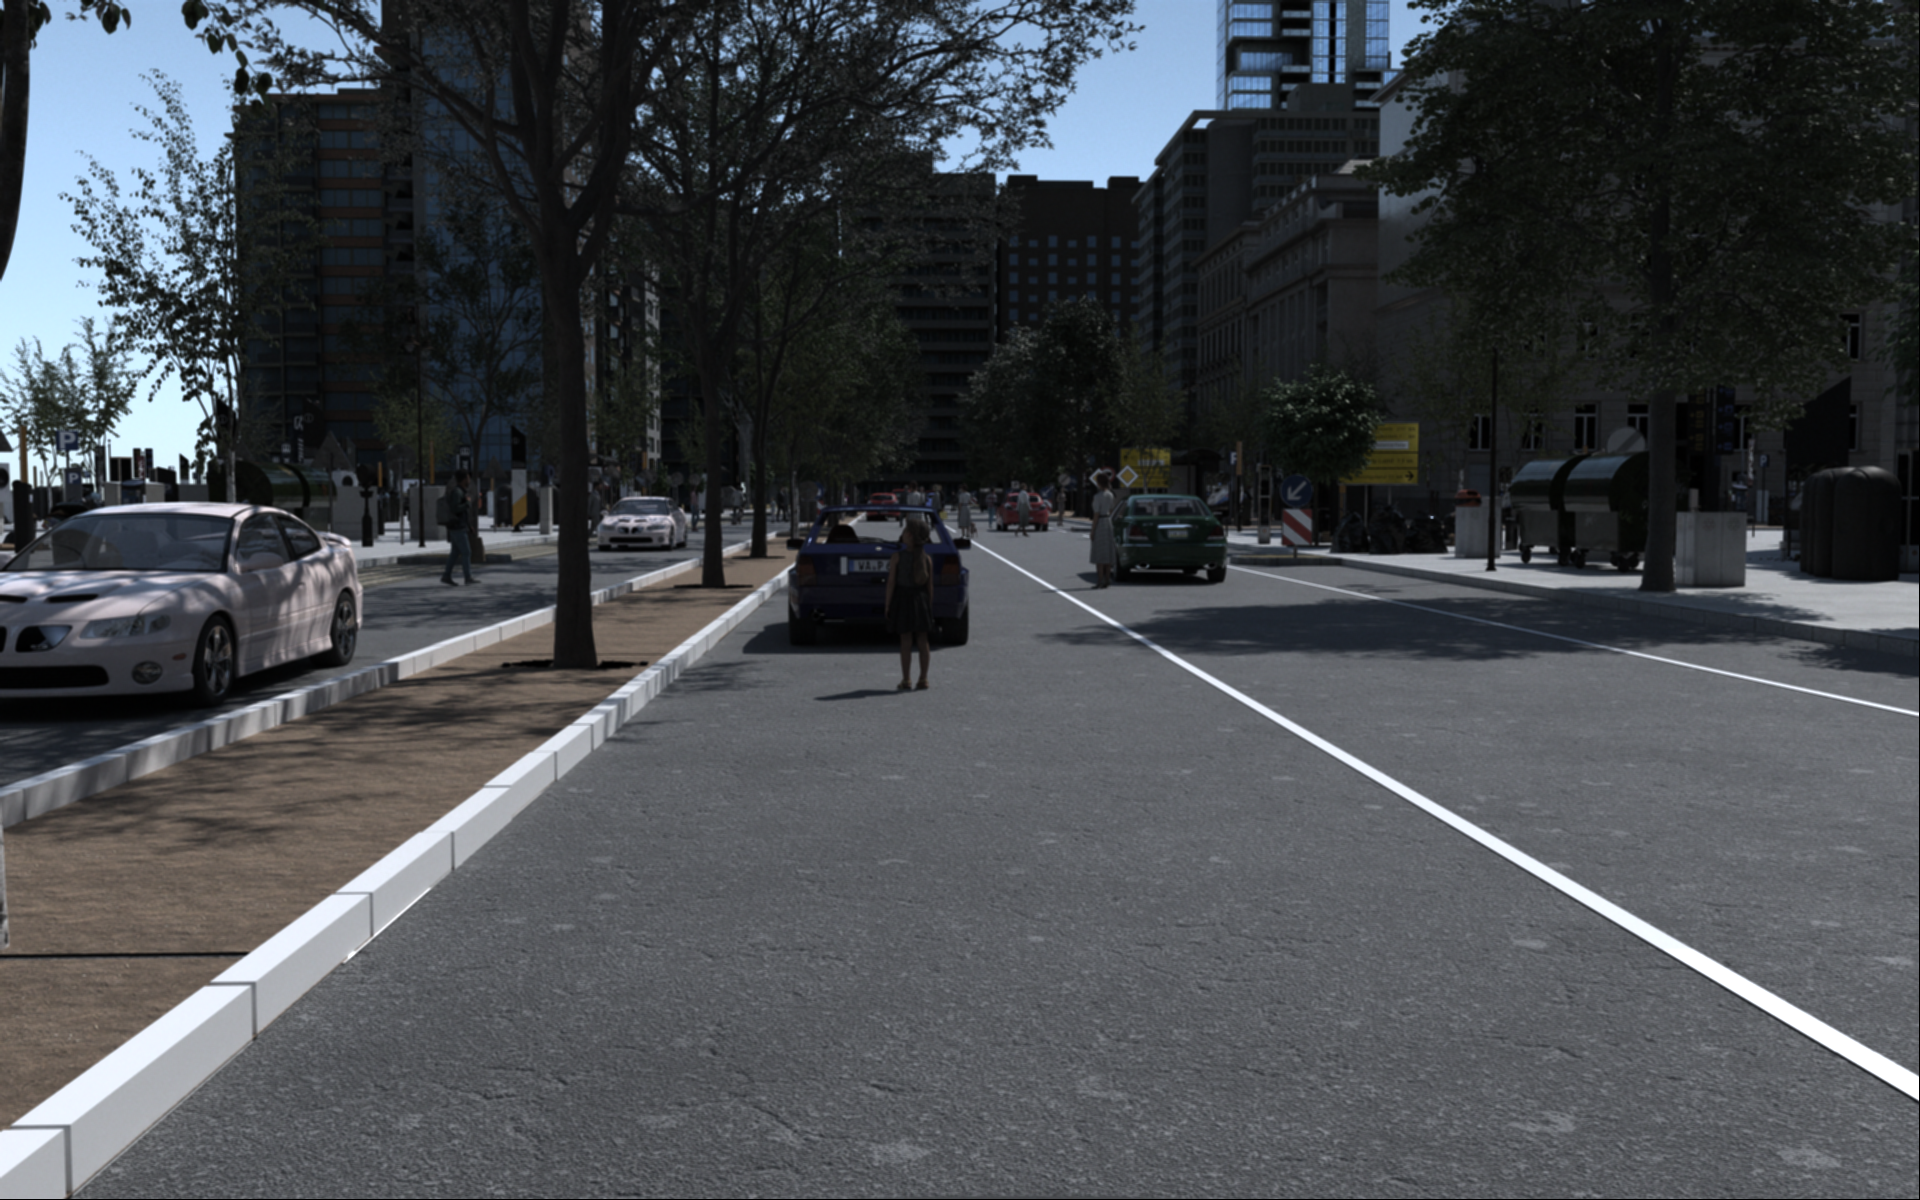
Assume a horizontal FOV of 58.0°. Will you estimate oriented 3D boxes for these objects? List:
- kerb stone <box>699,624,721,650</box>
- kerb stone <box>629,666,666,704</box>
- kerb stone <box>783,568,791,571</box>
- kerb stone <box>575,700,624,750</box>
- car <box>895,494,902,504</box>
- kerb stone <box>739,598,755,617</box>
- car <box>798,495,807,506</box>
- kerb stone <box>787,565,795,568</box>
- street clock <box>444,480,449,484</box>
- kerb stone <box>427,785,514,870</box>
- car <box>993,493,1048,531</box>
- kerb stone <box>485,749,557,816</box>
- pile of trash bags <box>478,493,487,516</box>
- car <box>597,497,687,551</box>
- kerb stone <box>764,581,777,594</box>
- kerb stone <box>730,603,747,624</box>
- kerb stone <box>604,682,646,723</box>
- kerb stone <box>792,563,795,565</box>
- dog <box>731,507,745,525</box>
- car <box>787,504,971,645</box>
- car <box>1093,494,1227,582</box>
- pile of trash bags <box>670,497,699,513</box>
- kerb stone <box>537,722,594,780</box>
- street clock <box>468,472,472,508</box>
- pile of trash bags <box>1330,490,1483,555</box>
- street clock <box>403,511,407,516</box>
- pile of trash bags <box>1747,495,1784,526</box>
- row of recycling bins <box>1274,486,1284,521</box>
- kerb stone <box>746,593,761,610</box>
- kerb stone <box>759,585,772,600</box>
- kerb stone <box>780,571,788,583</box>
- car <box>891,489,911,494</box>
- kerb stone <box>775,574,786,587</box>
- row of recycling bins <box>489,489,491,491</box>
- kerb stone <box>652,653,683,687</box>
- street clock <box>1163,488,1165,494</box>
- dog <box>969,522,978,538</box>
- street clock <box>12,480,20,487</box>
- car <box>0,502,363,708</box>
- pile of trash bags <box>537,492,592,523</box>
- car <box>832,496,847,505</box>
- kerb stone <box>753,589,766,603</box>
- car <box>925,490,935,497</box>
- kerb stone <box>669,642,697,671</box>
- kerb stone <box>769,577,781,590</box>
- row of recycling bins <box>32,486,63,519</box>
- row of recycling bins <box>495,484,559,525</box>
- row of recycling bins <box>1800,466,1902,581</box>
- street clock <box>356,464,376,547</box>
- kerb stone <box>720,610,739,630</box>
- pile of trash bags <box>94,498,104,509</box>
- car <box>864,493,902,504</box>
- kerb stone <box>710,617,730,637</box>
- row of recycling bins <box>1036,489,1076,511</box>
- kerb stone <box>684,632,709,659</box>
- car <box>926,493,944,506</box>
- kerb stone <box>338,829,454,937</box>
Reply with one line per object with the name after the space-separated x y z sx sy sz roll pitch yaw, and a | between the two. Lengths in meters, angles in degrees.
-2.382 0.361 16.298 0.120 0.150 1.000 0 4 -2 | kerb stone
-2.219 0.611 12.213 0.120 0.150 1.000 0 4 -2 | kerb stone
-2.887 -0.389 28.593 0.120 0.150 1.000 0 4 -2 | kerb stone
-2.128 0.736 10.169 0.120 0.150 1.000 0 4 -2 | kerb stone
-4.029 -5.686 104.758 2.131 1.459 4.920 0 4 -4 | car
-2.551 0.109 20.407 0.120 0.150 1.000 0 4 -2 | kerb stone
-16.413 -10.144 178.434 1.945 1.354 3.894 0 4 -3 | car
-2.933 -0.453 29.621 0.120 0.150 1.000 0 4 -2 | kerb stone
-26.859 -5.264 90.644 0.358 2.002 0.471 -1 4 -19 | street clock
-2.008 0.927 7.100 0.120 0.150 1.000 0 4 -2 | kerb stone
2.406 -3.597 67.859 2.155 1.783 4.494 0 4 -3 | car
-2.057 0.861 8.120 0.120 0.150 1.000 0 4 -2 | kerb stone
-28.670 -5.640 101.971 1.912 1.369 3.447 -2 4 -28 | pile of trash bags
-8.237 -2.009 45.208 2.083 1.381 4.827 0 4 -2 | car
-2.723 -0.140 24.507 0.120 0.150 1.000 0 4 -2 | kerb stone
-2.509 0.174 19.381 0.120 0.150 1.000 0 4 -2 | kerb stone
-2.175 0.673 11.192 0.120 0.150 1.000 0 4 -2 | kerb stone
-2.977 -0.513 30.642 0.120 0.150 1.000 0 4 -2 | kerb stone
-10.402 -3.864 80.009 0.800 0.831 0.513 1 4 10 | dog
-0.835 -0.321 17.834 1.945 1.354 3.894 0 4 -3 | car
3.397 -1.095 29.701 2.131 1.459 4.920 0 4 -1 | car
-18.445 -6.714 119.525 3.447 1.369 1.912 0 4 -7 | pile of trash bags
-2.094 0.801 9.148 0.120 0.150 1.000 0 4 -2 | kerb stone
-16.015 -3.171 56.414 0.358 2.002 0.471 2 4 35 | street clock
9.948 -1.722 37.914 3.447 1.369 1.912 -1 4 -23 | pile of trash bags
-32.475 -5.911 101.209 0.358 2.002 0.471 -3 5 -41 | street clock
33.022 -3.686 70.025 3.447 1.369 1.912 3 5 44 | pile of trash bags
16.027 -4.733 84.498 1.069 1.692 3.534 0 4 -2 | row of recycling bins
-2.596 0.049 21.436 0.120 0.150 1.000 0 4 -2 | kerb stone
-2.676 -0.074 23.486 0.120 0.150 1.000 0 4 -2 | kerb stone
-2.835 -0.326 27.572 0.120 0.150 1.000 0 4 -2 | kerb stone
-4.501 -7.650 133.758 2.281 1.827 5.304 0 4 0 | car
-2.797 -0.265 26.549 0.120 0.150 1.000 0 4 -2 | kerb stone
-35.324 -7.581 131.068 3.534 1.692 1.069 3 5 44 | row of recycling bins
-2.259 0.549 13.234 0.120 0.150 1.000 0 4 -2 | kerb stone
10.296 -5.024 86.719 0.358 2.002 0.471 1 4 16 | street clock
0.441 -2.314 57.120 0.406 0.507 0.540 -2 4 -25 | dog
-48.386 -5.161 88.949 0.471 2.002 0.358 -3 5 -40 | street clock
-5.978 -0.044 13.080 2.083 1.381 4.827 0 4 -3 | car
-17.884 -4.154 77.672 3.447 1.369 1.912 0 4 4 | pile of trash bags
-14.010 -11.658 202.966 2.083 1.381 4.827 0 4 -4 | car
-2.641 -0.011 22.457 0.120 0.150 1.000 0 4 -2 | kerb stone
-2.677 -9.830 169.386 2.281 1.827 5.304 0 4 -1 | car
-2.305 0.488 14.255 0.120 0.150 1.000 0 4 -2 | kerb stone
-2.764 -0.204 25.528 0.120 0.150 1.000 0 4 -2 | kerb stone
-46.254 -4.979 88.527 3.534 1.692 1.069 2 4 35 | row of recycling bins
-17.486 -3.970 72.027 3.534 1.692 1.069 -1 4 -23 | row of recycling bins
13.844 -1.221 27.081 1.069 1.692 3.534 1 4 17 | row of recycling bins
-14.414 -2.294 42.081 0.471 2.002 0.358 2 4 34 | street clock
-2.471 0.238 18.357 0.120 0.150 1.000 0 4 -2 | kerb stone
-26.922 -2.803 55.581 1.912 1.369 3.447 3 5 40 | pile of trash bags
-4.056 -5.090 92.265 2.155 1.783 4.494 0 4 -1 | car
-2.433 0.305 17.328 0.120 0.150 1.000 0 4 -2 | kerb stone
7.490 -7.640 132.029 3.534 1.692 1.069 -1 4 -21 | row of recycling bins
-2.345 0.423 15.277 0.120 0.150 1.000 0 4 -2 | kerb stone
-2.294 -8.812 153.660 1.945 1.707 3.694 0 4 -3 | car
-1.972 0.986 6.078 0.120 0.150 1.000 0 4 -2 | kerb stone
